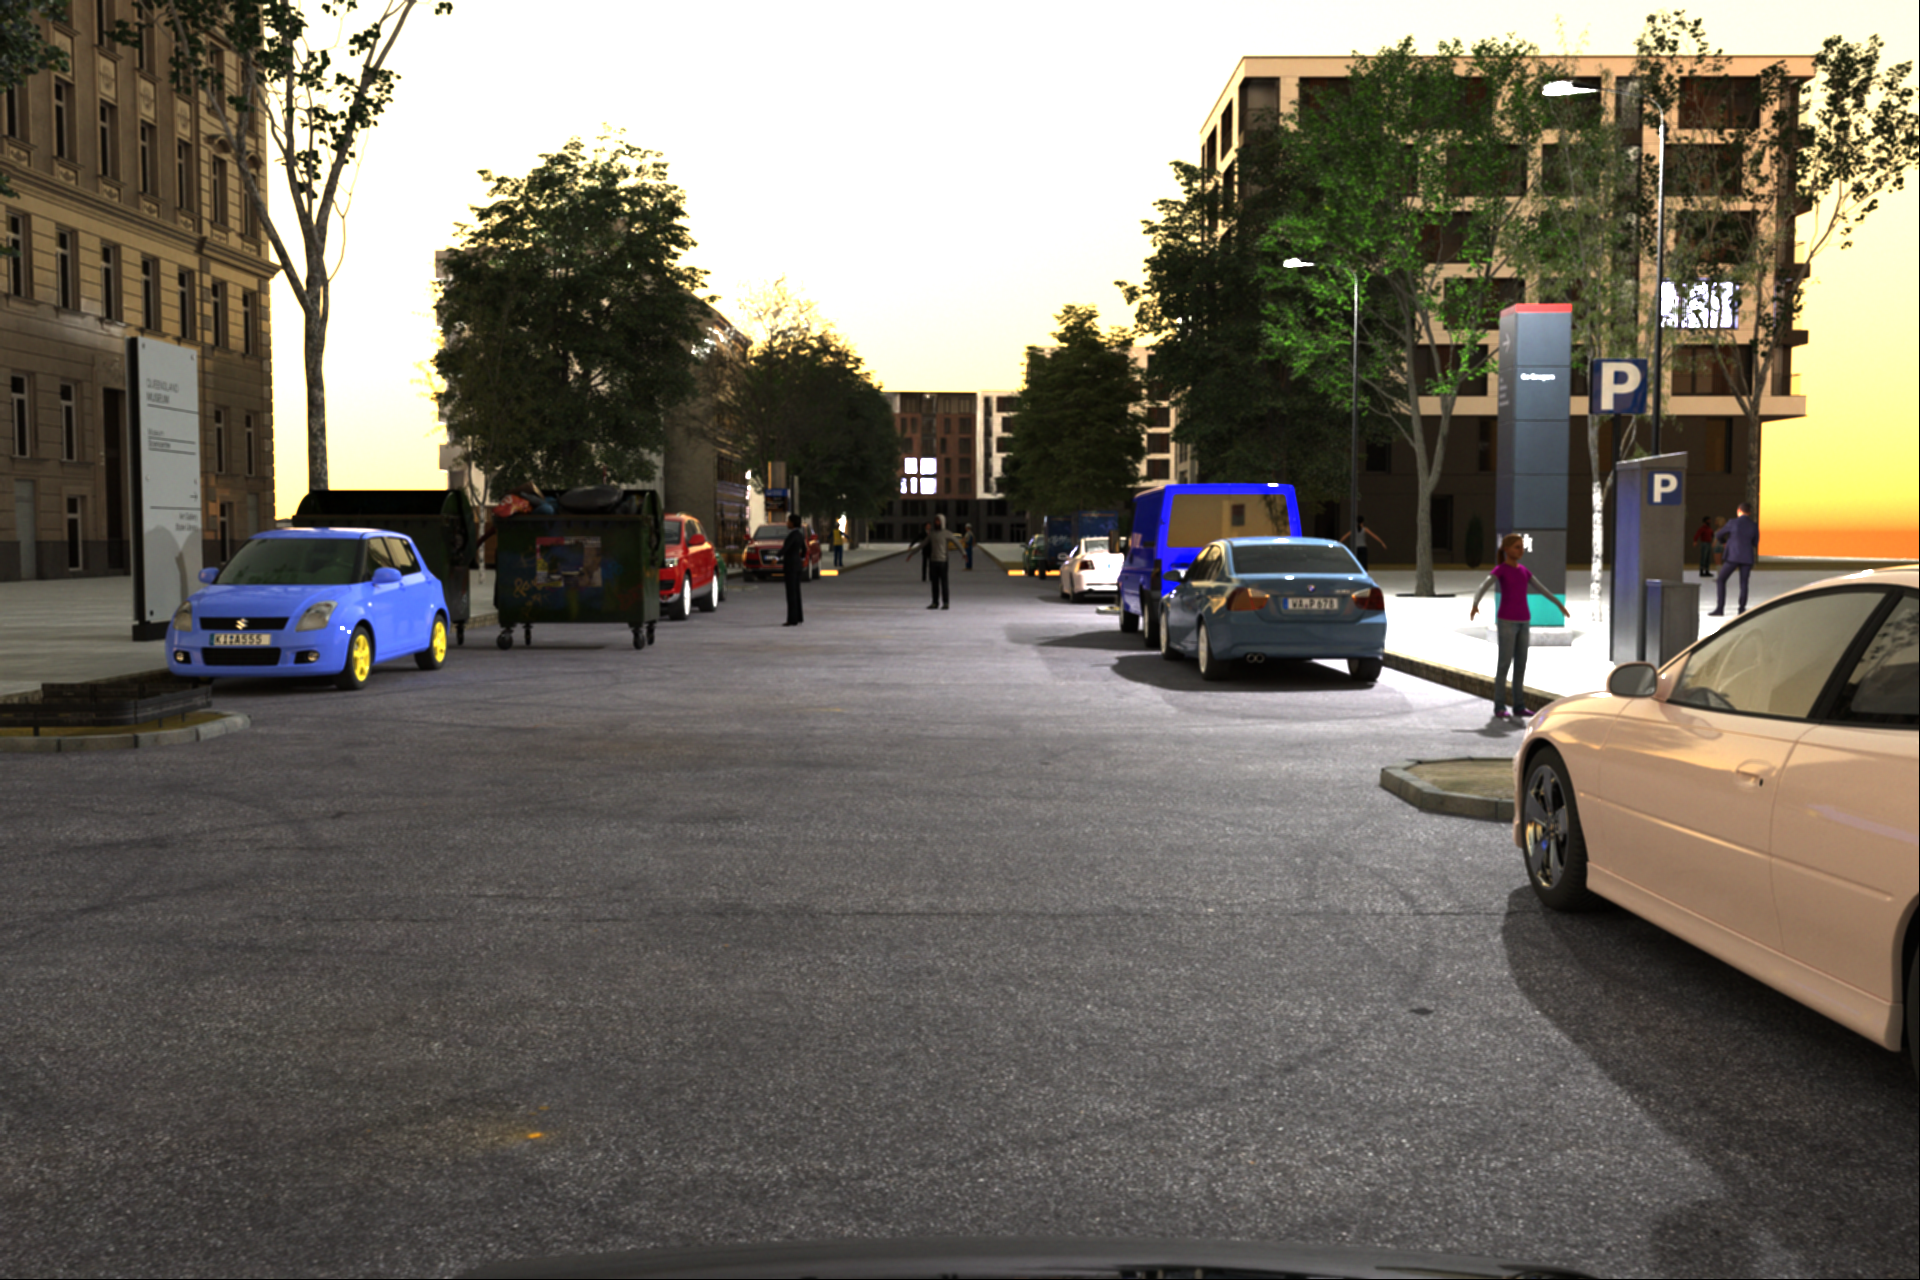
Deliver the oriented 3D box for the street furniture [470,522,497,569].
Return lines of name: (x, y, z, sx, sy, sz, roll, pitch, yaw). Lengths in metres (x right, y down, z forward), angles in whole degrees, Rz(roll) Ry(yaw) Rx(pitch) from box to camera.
street furniture: (-16.132, -3.650, 66.532, 9.812, 1.723, 11.010, 1, 4, 17)

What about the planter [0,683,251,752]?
planter: (-6.259, 0.536, 12.376, 1.991, 0.319, 1.994, 0, 4, 0)

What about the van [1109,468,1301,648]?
van: (3.272, -1.169, 23.505, 2.240, 2.365, 5.245, 0, 4, -1)

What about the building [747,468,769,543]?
building: (-26.068, -15.965, 203.175, 9.099, 9.664, 28.070, 0, 4, -1)

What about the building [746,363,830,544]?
building: (-26.846, -24.199, 226.579, 19.493, 23.208, 18.063, 0, 4, 1)

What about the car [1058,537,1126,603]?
car: (3.185, -1.518, 37.187, 2.083, 1.381, 4.827, 0, 4, -1)

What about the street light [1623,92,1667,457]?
street light: (7.756, -2.775, 17.905, 1.470, 5.913, 1.316, 0, 3, 0)

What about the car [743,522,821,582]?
car: (-5.459, -2.743, 53.514, 2.281, 1.827, 5.304, 0, 4, 0)

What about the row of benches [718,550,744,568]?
row of benches: (-8.145, -3.062, 65.529, 1.422, 0.672, 4.104, -3, 4, -36)

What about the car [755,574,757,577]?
car: (-5.881, -2.846, 58.893, 2.083, 1.381, 4.827, 0, 4, 0)

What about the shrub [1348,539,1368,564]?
shrub: (14.821, -3.294, 64.980, 1.383, 1.207, 1.383, 0, 3, 0)

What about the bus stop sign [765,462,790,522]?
bus stop sign: (-6.649, -4.534, 63.147, 0.837, 3.901, 0.837, 0, 4, -1)

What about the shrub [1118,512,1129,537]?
shrub: (5.955, -3.592, 62.770, 1.661, 2.075, 1.752, 0, 3, 0)

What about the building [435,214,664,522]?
building: (-25.018, -15.113, 103.524, 16.016, 20.090, 11.380, 0, 4, 1)

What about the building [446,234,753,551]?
building: (-26.074, -18.161, 127.866, 19.493, 23.208, 18.063, 0, 3, 0)

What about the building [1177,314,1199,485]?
building: (25.854, -15.765, 124.213, 16.747, 18.905, 31.486, 0, 4, 0)

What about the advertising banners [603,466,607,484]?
advertising banners: (-9.103, -2.912, 43.807, 0.090, 3.025, 2.074, 0, 4, -1)

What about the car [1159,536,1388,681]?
car: (3.205, -0.380, 18.223, 2.014, 1.417, 4.499, 0, 4, -1)

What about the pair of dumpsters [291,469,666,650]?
pair of dumpsters: (-6.012, -1.031, 21.815, 4.436, 2.255, 1.574, 0, 4, 0)

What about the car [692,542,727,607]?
car: (-5.925, -1.459, 35.653, 2.131, 1.459, 4.920, 0, 3, 0)

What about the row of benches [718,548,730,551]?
row of benches: (-11.183, -3.849, 78.401, 1.422, 0.672, 4.104, -2, 4, -24)

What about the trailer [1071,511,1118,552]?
trailer: (3.348, -2.256, 43.927, 1.471, 1.999, 3.904, 0, 3, 0)

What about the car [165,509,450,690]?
car: (-6.320, -0.453, 17.001, 1.945, 1.707, 3.694, 0, 3, 0)

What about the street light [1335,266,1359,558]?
street light: (7.230, -3.472, 29.316, 1.470, 5.913, 1.316, 0, 4, 0)

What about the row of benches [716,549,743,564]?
row of benches: (-9.030, -3.535, 73.266, 4.104, 0.672, 1.422, 1, 4, 22)

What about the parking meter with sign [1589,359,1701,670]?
parking meter with sign: (6.547, -1.237, 16.481, 0.543, 3.016, 1.738, 0, 3, 0)

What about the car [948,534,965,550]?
car: (-0.476, -7.766, 137.196, 2.015, 1.641, 3.980, 0, 4, -1)

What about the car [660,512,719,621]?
car: (-5.512, -1.328, 30.389, 2.281, 1.827, 5.304, 0, 4, 0)

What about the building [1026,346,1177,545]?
building: (21.638, -22.076, 204.912, 27.936, 21.610, 32.646, 0, 4, 0)

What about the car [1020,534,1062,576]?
car: (3.185, -2.968, 60.329, 2.131, 1.459, 4.920, 0, 4, -1)

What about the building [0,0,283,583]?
building: (-30.982, -15.554, 51.575, 12.463, 27.353, 25.104, 0, 3, 0)

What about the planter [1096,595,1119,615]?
planter: (3.488, -0.627, 31.398, 1.991, 0.319, 1.994, 0, 4, 1)

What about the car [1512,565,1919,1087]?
car: (3.169, 0.440, 5.171, 2.083, 1.381, 4.827, 0, 4, 0)

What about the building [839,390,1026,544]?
building: (-1.074, -25.140, 257.473, 32.646, 21.610, 27.936, 0, 4, -7)

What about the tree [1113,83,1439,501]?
tree: (9.379, -8.830, 51.026, 9.857, 13.997, 8.962, 0, 3, 0)

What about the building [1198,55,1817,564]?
building: (26.130, -15.088, 90.664, 27.936, 21.610, 32.646, 0, 4, 0)

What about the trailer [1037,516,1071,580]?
trailer: (3.207, -2.964, 55.510, 1.471, 1.999, 3.904, 0, 4, 0)
